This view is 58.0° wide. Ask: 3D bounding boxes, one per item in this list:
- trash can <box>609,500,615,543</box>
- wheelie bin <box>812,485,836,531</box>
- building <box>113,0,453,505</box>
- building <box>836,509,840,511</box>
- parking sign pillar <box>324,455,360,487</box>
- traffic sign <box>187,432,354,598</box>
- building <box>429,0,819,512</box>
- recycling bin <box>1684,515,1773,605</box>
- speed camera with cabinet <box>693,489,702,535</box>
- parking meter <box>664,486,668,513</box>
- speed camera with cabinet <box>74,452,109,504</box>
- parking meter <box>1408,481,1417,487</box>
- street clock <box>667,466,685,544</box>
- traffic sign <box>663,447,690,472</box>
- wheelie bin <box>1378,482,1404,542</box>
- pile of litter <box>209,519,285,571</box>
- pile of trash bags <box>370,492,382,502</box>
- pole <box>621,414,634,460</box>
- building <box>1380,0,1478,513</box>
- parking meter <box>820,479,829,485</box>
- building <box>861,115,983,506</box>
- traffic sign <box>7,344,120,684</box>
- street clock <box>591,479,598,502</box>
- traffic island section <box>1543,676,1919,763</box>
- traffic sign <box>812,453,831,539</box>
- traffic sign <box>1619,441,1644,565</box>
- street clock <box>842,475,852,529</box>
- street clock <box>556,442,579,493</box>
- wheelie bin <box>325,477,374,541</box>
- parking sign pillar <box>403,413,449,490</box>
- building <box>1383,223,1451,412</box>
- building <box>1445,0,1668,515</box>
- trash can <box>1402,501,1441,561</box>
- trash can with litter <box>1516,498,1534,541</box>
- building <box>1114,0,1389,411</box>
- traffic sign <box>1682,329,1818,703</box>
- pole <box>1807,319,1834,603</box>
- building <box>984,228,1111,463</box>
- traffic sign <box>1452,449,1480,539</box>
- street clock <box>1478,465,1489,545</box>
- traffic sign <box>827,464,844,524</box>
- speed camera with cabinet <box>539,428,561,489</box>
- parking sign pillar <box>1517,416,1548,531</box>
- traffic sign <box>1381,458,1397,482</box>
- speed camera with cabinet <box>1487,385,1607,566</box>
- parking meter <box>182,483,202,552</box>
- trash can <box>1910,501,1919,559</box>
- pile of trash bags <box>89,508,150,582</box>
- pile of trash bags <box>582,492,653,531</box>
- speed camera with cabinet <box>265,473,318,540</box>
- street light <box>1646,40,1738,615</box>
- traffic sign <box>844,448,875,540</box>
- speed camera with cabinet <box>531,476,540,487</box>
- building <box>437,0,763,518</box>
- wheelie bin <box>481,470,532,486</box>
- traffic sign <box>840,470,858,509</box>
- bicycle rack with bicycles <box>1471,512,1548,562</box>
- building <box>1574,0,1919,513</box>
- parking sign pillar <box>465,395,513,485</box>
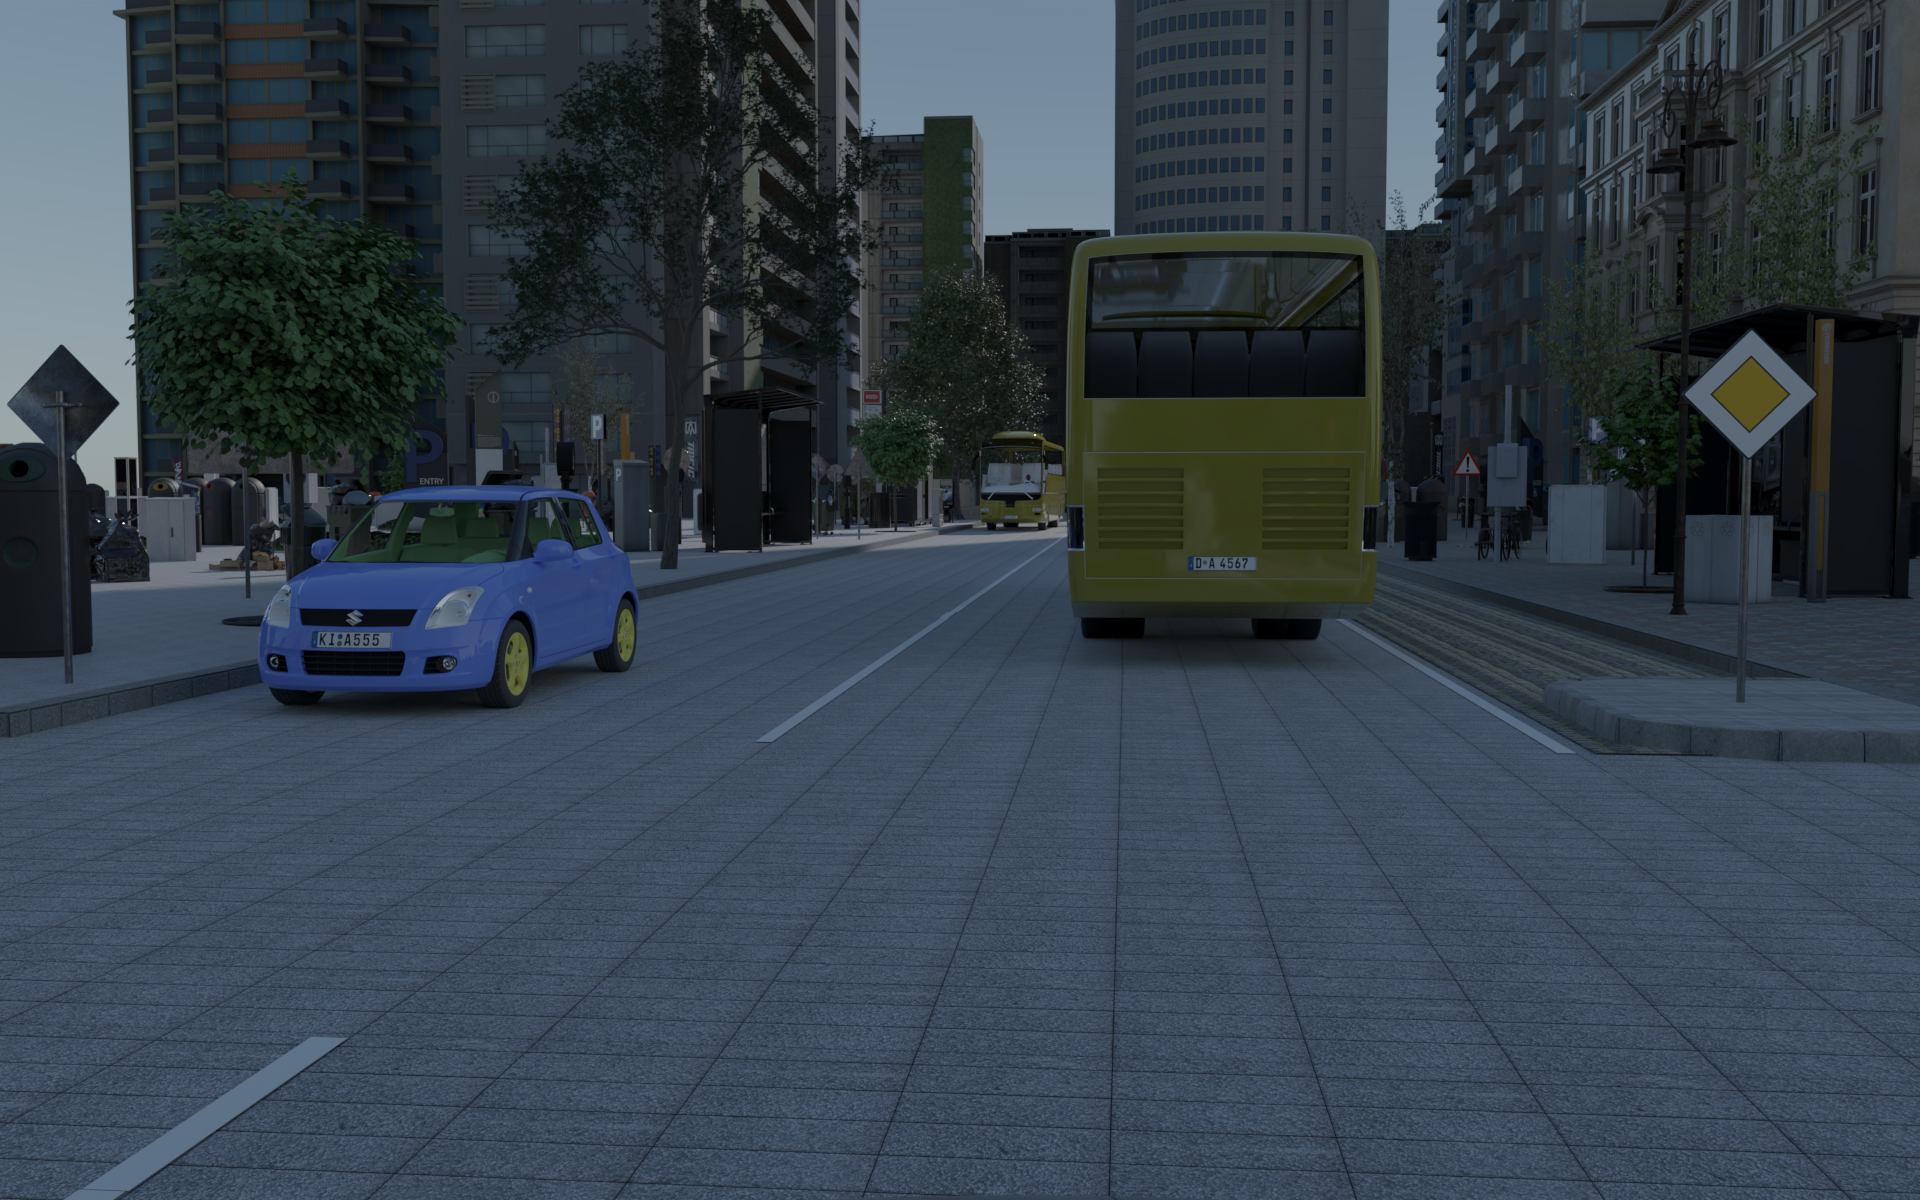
[{"bbox_3d":[-8.013,-1.823,41.458,0.748,1.137,0.748,0,3,0],"label":"trash can"},{"bbox_3d":[-4.764,-3.214,60.459,0.980,1.594,0.693,2,4,32],"label":"wheelie bin"},{"bbox_3d":[-51.156,-29.818,142.146,28.867,44.769,22.147,0,4,5],"label":"building"},{"bbox_3d":[-22.501,-36.549,139.568,28.212,58.520,21.231,0,4,5],"label":"building"},{"bbox_3d":[-24.224,-4.855,67.856,1.447,3.967,1.447,-2,4,-27],"label":"parking sign pillar"},{"bbox_3d":[-8.462,-1.671,21.194,2.265,3.308,0.079,1,4,12],"label":"traffic sign"},{"bbox_3d":[-21.684,-29.954,113.448,21.300,48.544,21.600,0,4,5],"label":"building"},{"bbox_3d":[9.061,-0.482,20.428,0.722,1.027,0.722,-3,4,-36],"label":"recycling bin"},{"bbox_3d":[-7.358,-3.687,54.620,2.038,3.252,0.660,0,4,3],"label":"speed camera with cabinet"},{"bbox_3d":[-9.286,-2.883,55.555,0.372,1.533,0.369,0,3,0],"label":"parking meter"},{"bbox_3d":[-35.323,-4.623,69.930,0.660,3.252,2.038,1,4,15],"label":"speed camera with cabinet"},{"bbox_3d":[20.007,-4.343,76.716,0.399,1.863,0.255,1,4,23],"label":"parking meter"},{"bbox_3d":[-7.236,-2.421,44.147,0.358,2.002,0.471,-3,5,-43],"label":"street clock"},{"bbox_3d":[-7.569,-2.817,46.159,0.768,2.556,0.104,1,4,13],"label":"traffic sign"},{"bbox_3d":[11.400,-2.342,46.203,0.693,1.594,0.980,-2,4,-24],"label":"wheelie bin"},{"bbox_3d":[-11.981,-0.940,29.332,1.719,0.858,1.176,3,5,42],"label":"pile of litter"},{"bbox_3d":[-23.201,-3.875,73.115,3.447,1.369,1.912,-2,4,-24],"label":"pile of trash bags"},{"bbox_3d":[-8.502,-3.073,44.079,0.158,3.312,0.155,0,3,0],"label":"pole"},{"bbox_3d":[43.874,-49.831,127.406,22.319,86.520,31.000,0,4,5],"label":"building"},{"bbox_3d":[-5.254,-3.748,66.994,0.399,1.863,0.255,0,4,-4],"label":"parking meter"},{"bbox_3d":[-4.818,-31.035,191.019,14.086,41.232,14.154,0,4,5],"label":"building"},{"bbox_3d":[-6.034,-0.491,11.673,0.795,2.450,0.064,0,4,5],"label":"traffic sign"},{"bbox_3d":[-17.191,-4.706,81.507,0.471,2.002,0.358,-1,4,-16],"label":"street clock"},{"bbox_3d":[4.832,0.709,10.687,2.009,0.180,2.903,0,4,5],"label":"traffic island section"},{"bbox_3d":[-4.045,-2.932,49.119,0.795,2.450,0.064,1,4,14],"label":"traffic sign"},{"bbox_3d":[12.204,-1.786,31.339,0.606,2.300,0.079,1,4,12],"label":"traffic sign"},{"bbox_3d":[-4.157,-3.618,63.719,0.358,2.002,0.471,-1,4,-16],"label":"street clock"},{"bbox_3d":[-5.465,-1.192,24.055,0.358,2.002,0.471,-1,4,-9],"label":"street clock"},{"bbox_3d":[-11.460,-1.508,32.557,0.980,1.594,0.693,1,4,23],"label":"wheelie bin"},{"bbox_3d":[-16.227,-3.924,52.637,1.447,3.967,1.447,-1,4,-16],"label":"parking sign pillar"},{"bbox_3d":[51.947,-25.434,187.547,14.107,30.474,14.160,0,4,5],"label":"building"},{"bbox_3d":[41.465,-29.258,97.969,23.786,49.044,30.456,0,4,5],"label":"building"},{"bbox_3d":[8.835,-1.318,33.202,0.748,1.137,0.748,0,3,0],"label":"trash can"},{"bbox_3d":[15.408,-2.208,47.487,0.624,1.170,1.055,1,4,19],"label":"trash can with litter"},{"bbox_3d":[31.080,-39.679,190.743,28.212,58.520,21.231,0,4,5],"label":"building"},{"bbox_3d":[4.808,-0.426,10.612,0.795,2.450,0.064,0,4,5],"label":"traffic sign"},{"bbox_3d":[10.106,-1.620,20.335,0.158,3.312,0.155,0,3,0],"label":"pole"},{"bbox_3d":[9.785,-25.658,191.216,14.107,30.474,14.160,0,4,5],"label":"building"},{"bbox_3d":[14.603,-3.050,49.869,0.884,2.594,0.081,0,4,7],"label":"traffic sign"},{"bbox_3d":[13.074,-2.359,43.139,0.358,2.002,0.471,1,4,11],"label":"street clock"},{"bbox_3d":[-5.323,-4.518,73.972,0.768,2.556,0.104,0,4,7],"label":"traffic sign"},{"bbox_3d":[-11.937,-3.472,51.101,0.660,3.252,2.038,-1,4,-16],"label":"speed camera with cabinet"},{"bbox_3d":[19.852,-4.395,60.333,1.447,3.967,1.447,3,5,43],"label":"parking sign pillar"},{"bbox_3d":[14.909,-3.690,60.437,0.768,2.556,0.104,1,4,11],"label":"traffic sign"},{"bbox_3d":[10.670,-2.272,31.479,2.038,3.252,0.660,1,4,19],"label":"speed camera with cabinet"},{"bbox_3d":[-16.899,-1.816,38.099,0.372,1.533,0.369,0,3,0],"label":"parking meter"},{"bbox_3d":[18.724,-1.387,34.332,0.748,1.137,0.748,0,3,0],"label":"trash can"},{"bbox_3d":[-13.667,-0.932,24.990,3.447,1.369,1.912,-3,4,-38],"label":"pile of trash bags"},{"bbox_3d":[-13.022,-3.384,65.080,3.447,1.369,1.912,3,4,36],"label":"pile of trash bags"},{"bbox_3d":[-17.739,-3.087,44.808,2.038,3.252,0.660,0,4,3],"label":"speed camera with cabinet"},{"bbox_3d":[7.656,-2.783,18.284,0.468,5.910,1.993,0,4,5],"label":"street light"},{"bbox_3d":[-2.834,-2.971,48.575,0.884,2.594,0.081,1,4,12],"label":"traffic sign"},{"bbox_3d":[-21.460,-5.692,87.405,0.660,3.252,2.038,-2,4,-27],"label":"speed camera with cabinet"},{"bbox_3d":[-19.237,-25.175,95.201,14.154,41.232,14.086,0,4,5],"label":"building"},{"bbox_3d":[-6.076,-0.938,23.250,0.693,1.594,0.980,2,4,29],"label":"wheelie bin"},{"bbox_3d":[-4.478,-4.222,70.209,0.795,2.450,0.064,1,4,9],"label":"traffic sign"},{"bbox_3d":[11.048,-1.234,33.560,2.852,0.926,2.925,3,4,37],"label":"bicycle rack with bicycles"},{"bbox_3d":[33.070,-15.032,64.863,14.460,24.649,34.723,0,4,5],"label":"building"},{"bbox_3d":[-12.901,-3.612,47.535,1.447,3.967,1.447,2,4,33],"label":"parking sign pillar"}]
